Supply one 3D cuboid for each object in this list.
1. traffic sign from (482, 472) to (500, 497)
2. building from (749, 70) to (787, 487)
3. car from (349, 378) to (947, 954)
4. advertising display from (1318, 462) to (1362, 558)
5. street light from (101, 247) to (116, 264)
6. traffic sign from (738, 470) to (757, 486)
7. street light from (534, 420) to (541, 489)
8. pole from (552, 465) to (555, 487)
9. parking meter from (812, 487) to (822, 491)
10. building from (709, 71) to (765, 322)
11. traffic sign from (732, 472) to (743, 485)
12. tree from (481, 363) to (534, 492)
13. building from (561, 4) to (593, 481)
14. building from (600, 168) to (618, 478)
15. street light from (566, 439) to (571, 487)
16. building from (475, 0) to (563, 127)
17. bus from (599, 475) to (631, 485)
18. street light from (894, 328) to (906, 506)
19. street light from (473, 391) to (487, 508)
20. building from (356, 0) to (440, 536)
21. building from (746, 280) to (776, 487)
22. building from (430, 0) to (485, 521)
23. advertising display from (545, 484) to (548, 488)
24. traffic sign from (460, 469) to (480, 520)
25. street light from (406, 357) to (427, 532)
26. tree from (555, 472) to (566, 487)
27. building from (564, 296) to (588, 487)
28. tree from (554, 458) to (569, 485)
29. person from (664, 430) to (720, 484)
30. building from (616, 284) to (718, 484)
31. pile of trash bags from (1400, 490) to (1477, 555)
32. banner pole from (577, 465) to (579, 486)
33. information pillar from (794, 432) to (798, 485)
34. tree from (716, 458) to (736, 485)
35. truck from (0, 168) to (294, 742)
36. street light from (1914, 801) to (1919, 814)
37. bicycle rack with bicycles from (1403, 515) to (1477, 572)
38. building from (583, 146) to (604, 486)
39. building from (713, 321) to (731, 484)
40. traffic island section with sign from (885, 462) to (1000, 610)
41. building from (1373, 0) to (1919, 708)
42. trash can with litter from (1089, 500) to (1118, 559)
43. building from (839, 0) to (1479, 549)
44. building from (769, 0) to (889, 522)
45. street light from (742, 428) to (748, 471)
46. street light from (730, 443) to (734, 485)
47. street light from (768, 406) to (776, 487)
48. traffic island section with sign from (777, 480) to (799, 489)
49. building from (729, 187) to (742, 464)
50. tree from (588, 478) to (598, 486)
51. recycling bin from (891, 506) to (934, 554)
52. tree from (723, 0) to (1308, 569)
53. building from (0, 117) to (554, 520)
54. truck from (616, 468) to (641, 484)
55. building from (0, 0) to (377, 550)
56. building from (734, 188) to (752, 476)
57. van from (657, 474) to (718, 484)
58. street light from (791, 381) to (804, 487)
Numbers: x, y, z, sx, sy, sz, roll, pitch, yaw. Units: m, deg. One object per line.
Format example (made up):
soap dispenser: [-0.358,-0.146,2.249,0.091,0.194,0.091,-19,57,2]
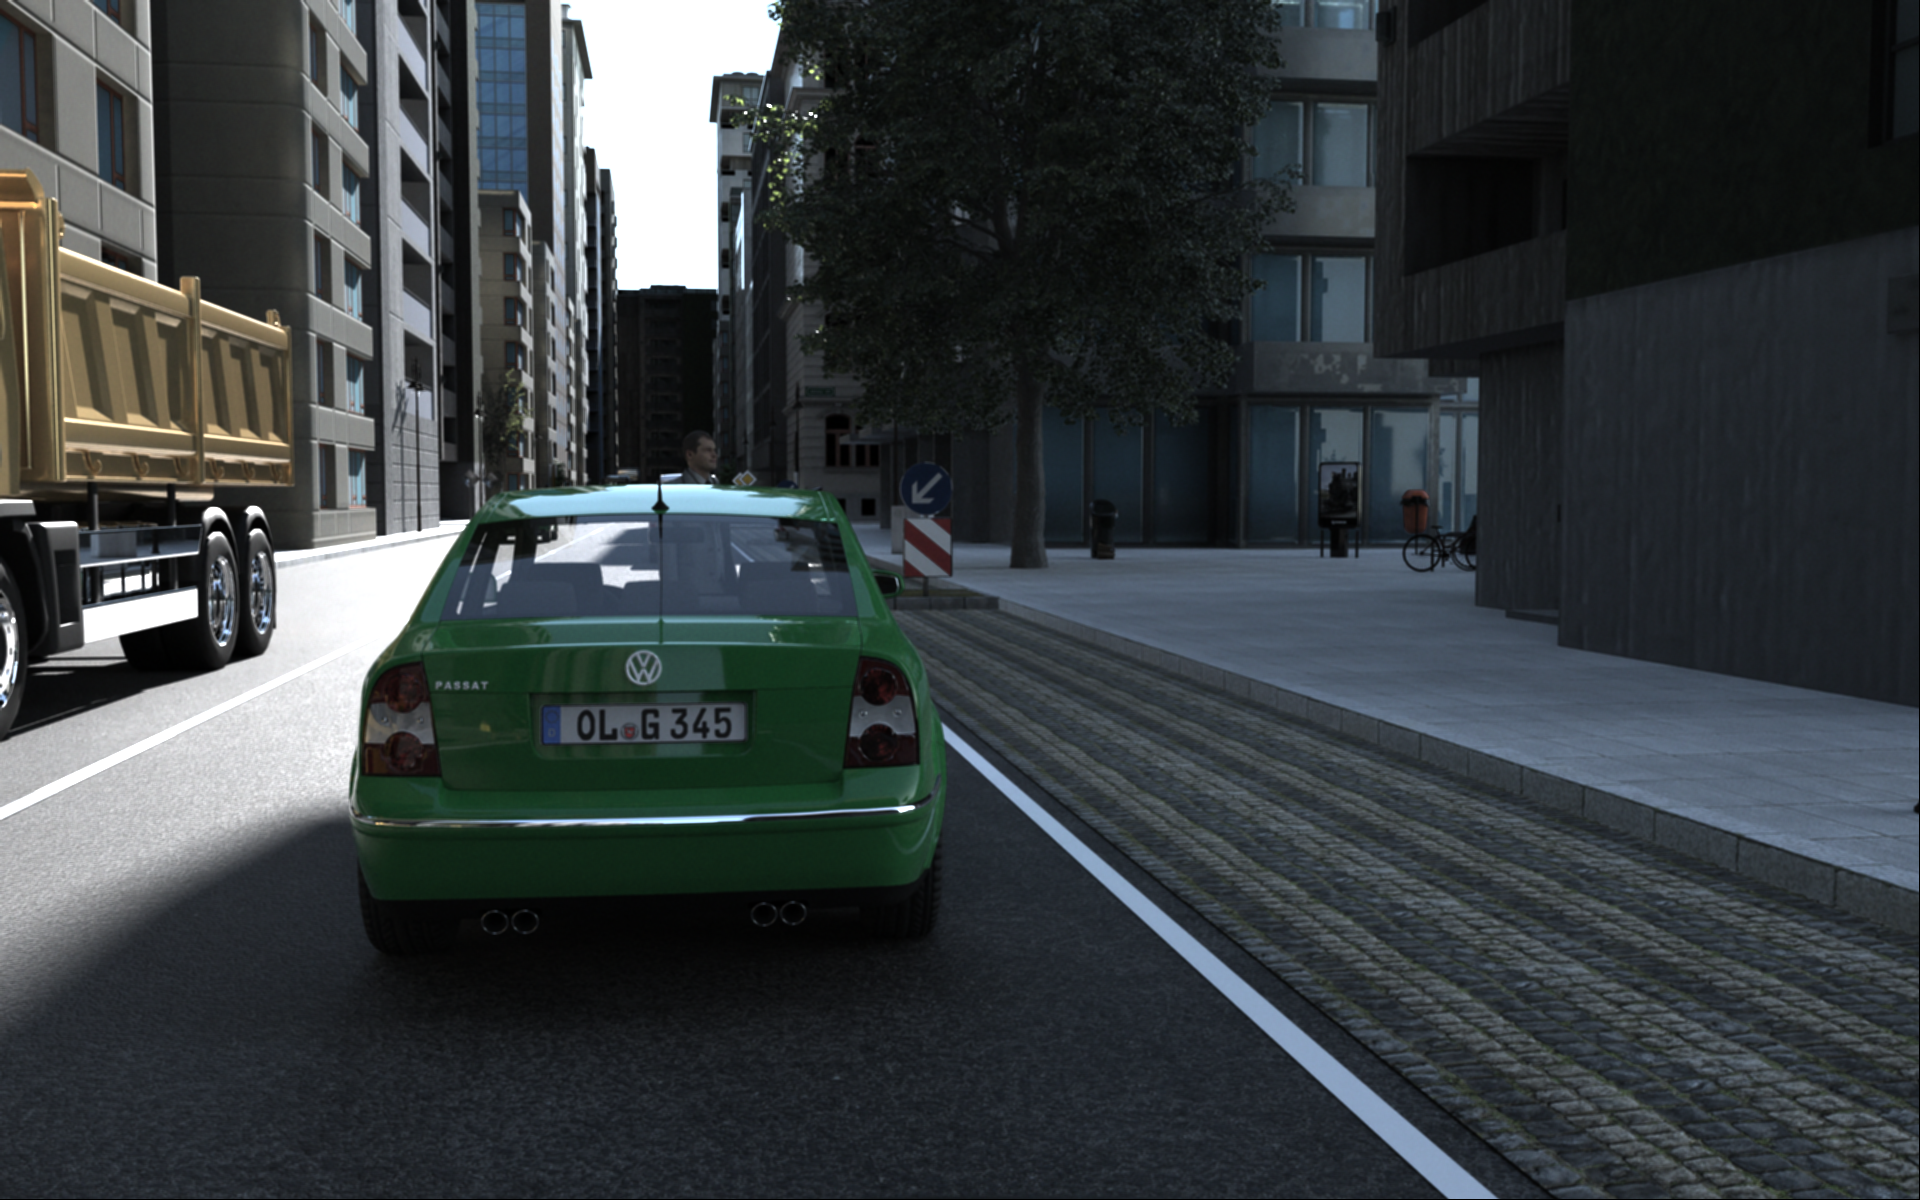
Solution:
traffic sign: [-20.921,-4.504,77.287,0.795,2.450,0.064,-1,4,-9]
building: [-5.126,-19.085,105.554,14.314,27.812,24.014,-1,4,-9]
car: [-1.132,0.119,6.850,1.959,1.807,4.718,0,4,-7]
advertising display: [7.684,-1.825,35.053,0.123,1.923,0.974,-3,5,-42]
street light: [-13.124,-3.314,26.965,0.468,5.910,1.993,-1,4,-9]
traffic sign: [-8.724,-4.130,71.172,0.795,2.450,0.064,-1,4,-9]
street light: [-26.508,-8.321,108.843,0.468,5.910,1.993,-1,4,-9]
pole: [-28.697,-7.861,122.373,0.158,3.312,0.155,0,3,0]
parking meter: [-5.018,-3.202,60.758,0.372,1.533,0.369,0,3,0]
building: [-16.418,-38.355,216.337,28.713,52.752,27.495,-1,4,-9]
traffic sign: [-10.019,-4.612,79.052,0.795,2.450,0.064,-1,4,-9]
tree: [-25.810,-8.934,96.438,4.360,8.622,3.978,0,3,0]
building: [-55.167,-36.758,190.230,28.713,52.752,27.495,-1,4,-9]
building: [-59.105,-37.874,242.945,21.600,48.544,21.300,-1,4,-9]
street light: [-31.816,-10.274,140.774,0.468,5.910,1.993,-1,4,-9]
building: [-39.494,-29.972,140.151,14.600,45.320,14.200,-1,4,-9]
bus: [-32.842,-10.452,165.745,2.948,3.499,13.247,-1,4,-10]
street light: [-1.451,-4.064,39.227,0.468,5.910,1.993,-1,4,-9]
street light: [-21.431,-6.397,77.378,0.468,5.910,1.993,-1,4,-9]
building: [-32.804,-31.509,57.178,28.212,58.520,21.231,-1,4,-9]
building: [-9.994,-16.606,126.261,10.420,20.320,16.860,-1,4,-9]
building: [-30.777,-18.997,82.302,14.160,30.474,14.107,-1,4,-9]
advertising display: [-26.053,-6.358,109.171,0.123,1.923,0.974,-1,4,-18]
traffic sign: [-19.626,-4.022,69.407,0.795,2.450,0.064,-1,4,-9]
street light: [-18.288,-5.237,58.415,0.468,5.910,1.993,-1,4,-9]
tree: [-30.409,-8.219,128.984,1.663,3.219,1.824,0,3,0]
building: [-50.114,-19.477,163.490,27.650,21.520,28.899,-1,4,-9]
tree: [-31.618,-9.122,132.864,4.285,4.588,4.351,0,3,0]
person: [-1.551,-0.109,10.376,0.767,1.812,0.694,2,4,29]
building: [-40.781,-28.770,242.088,14.107,30.474,14.160,-1,4,-9]
pile of trash bags: [11.038,-1.636,36.496,3.447,1.369,1.912,0,4,8]
banner pole: [-32.533,-9.641,147.650,0.401,3.779,0.863,-1,4,-15]
information pillar: [-6.175,-4.517,65.200,0.183,3.616,0.504,-1,4,-15]
tree: [-20.364,-10.558,156.343,4.285,4.588,4.351,0,3,0]
truck: [-6.944,-0.959,11.602,3.469,3.379,9.791,0,4,-8]
street light: [3.935,-2.079,6.780,0.468,5.910,1.993,-1,4,-9]
bicycle rack with bicycles: [9.081,-0.959,29.062,2.925,0.926,2.852,1,4,22]
building: [-52.579,-34.726,217.881,14.200,45.320,14.600,-1,4,-9]
building: [-12.664,-21.045,189.131,27.650,21.520,28.899,-1,4,-9]
traffic island section with sign: [-0.641,-0.830,22.205,1.989,1.847,2.006,-1,4,-9]
building: [11.632,-14.996,16.893,14.160,30.474,14.107,-1,4,-9]
trash can with litter: [2.913,-1.409,34.422,0.624,1.170,1.055,0,4,-5]
building: [8.828,-26.527,53.322,23.786,49.044,30.456,-1,4,-9]
building: [2.699,-18.328,87.057,23.554,28.519,14.401,-1,4,-9]
street light: [-14.986,-9.075,121.159,0.468,5.910,1.993,-1,4,-9]
street light: [-20.122,-11.017,152.915,0.468,5.910,1.993,-1,4,-9]
street light: [-9.713,-7.152,89.726,0.468,5.910,1.993,-1,4,-9]
traffic island section with sign: [-5.012,-2.457,48.805,1.989,1.847,2.006,-1,4,-9]
building: [-15.099,-24.139,166.380,14.160,30.474,14.107,-1,4,-9]
tree: [-44.556,-13.283,211.780,1.663,3.219,1.824,0,3,0]
recycling bin: [-1.019,-1.509,37.231,0.722,1.027,0.722,1,4,22]
tree: [1.090,-7.527,29.729,9.857,13.997,8.962,0,3,0]
building: [-41.008,-16.251,110.741,27.650,21.520,28.899,-1,4,-9]
truck: [-35.960,-12.157,187.674,2.839,4.237,11.283,-1,4,-10]
building: [-27.627,-11.394,31.336,27.650,21.520,28.899,-1,4,-9]
building: [-12.373,-19.976,144.637,12.078,24.808,19.932,-1,4,-9]
van: [-5.903,-1.878,37.718,2.013,2.044,4.112,-1,4,-8]
street light: [-6.659,-6.013,71.106,0.468,5.910,1.993,-1,4,-9]
